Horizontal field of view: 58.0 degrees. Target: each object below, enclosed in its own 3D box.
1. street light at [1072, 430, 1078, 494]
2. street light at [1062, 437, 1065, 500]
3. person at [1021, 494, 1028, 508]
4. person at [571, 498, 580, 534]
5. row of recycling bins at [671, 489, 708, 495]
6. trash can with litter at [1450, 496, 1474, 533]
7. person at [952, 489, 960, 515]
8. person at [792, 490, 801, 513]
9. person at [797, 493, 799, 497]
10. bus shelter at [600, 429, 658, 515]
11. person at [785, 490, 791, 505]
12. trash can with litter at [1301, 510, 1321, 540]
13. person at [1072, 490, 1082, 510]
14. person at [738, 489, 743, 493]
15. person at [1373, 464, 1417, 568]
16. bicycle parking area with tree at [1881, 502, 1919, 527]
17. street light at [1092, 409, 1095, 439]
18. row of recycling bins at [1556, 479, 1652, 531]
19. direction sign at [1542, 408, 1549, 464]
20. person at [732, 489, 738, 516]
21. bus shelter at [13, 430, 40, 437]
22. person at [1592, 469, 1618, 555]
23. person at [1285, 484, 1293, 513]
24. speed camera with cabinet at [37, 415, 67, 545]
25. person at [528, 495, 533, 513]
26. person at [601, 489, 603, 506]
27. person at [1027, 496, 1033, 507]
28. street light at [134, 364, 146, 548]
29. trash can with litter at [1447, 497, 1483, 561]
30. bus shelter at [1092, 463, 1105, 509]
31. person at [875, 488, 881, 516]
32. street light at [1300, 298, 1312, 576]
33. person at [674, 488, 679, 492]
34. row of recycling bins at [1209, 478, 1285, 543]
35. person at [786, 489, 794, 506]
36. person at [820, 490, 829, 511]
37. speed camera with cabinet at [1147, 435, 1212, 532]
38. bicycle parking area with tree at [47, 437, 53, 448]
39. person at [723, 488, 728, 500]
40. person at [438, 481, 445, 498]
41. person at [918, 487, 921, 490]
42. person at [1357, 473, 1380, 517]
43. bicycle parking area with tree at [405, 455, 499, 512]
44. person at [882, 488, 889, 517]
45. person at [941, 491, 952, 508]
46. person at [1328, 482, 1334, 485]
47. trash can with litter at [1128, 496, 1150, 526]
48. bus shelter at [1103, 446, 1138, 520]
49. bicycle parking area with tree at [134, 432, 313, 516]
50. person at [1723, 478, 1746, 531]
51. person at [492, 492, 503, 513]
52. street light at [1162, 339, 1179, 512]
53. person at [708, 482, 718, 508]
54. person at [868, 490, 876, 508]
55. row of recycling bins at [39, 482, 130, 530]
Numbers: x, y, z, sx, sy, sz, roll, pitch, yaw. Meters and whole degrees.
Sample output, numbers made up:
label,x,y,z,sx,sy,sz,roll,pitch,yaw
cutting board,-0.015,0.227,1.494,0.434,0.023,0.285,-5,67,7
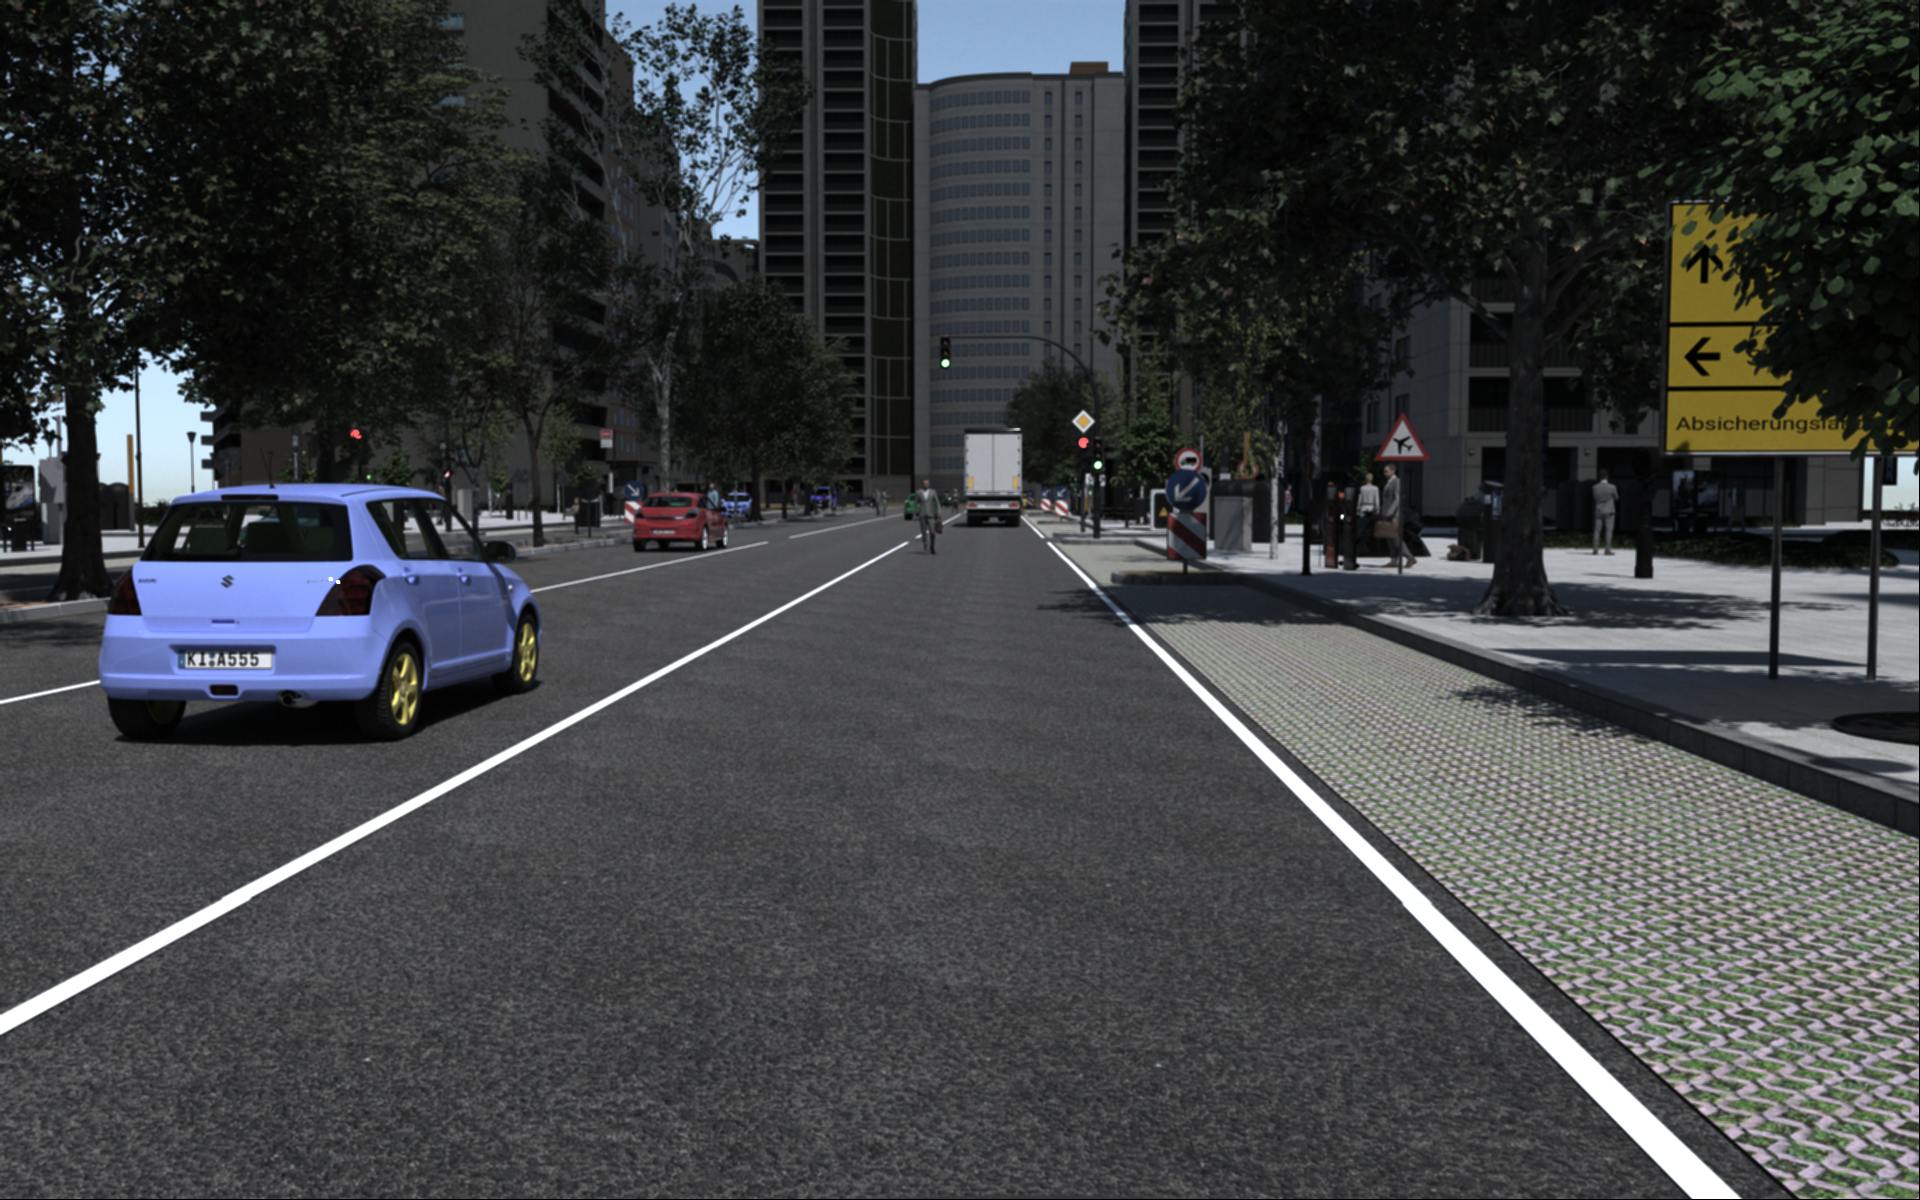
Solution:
label,x,y,z,sx,sy,sz,roll,pitch,yaw
street light,7.350,-8.422,110.487,0.468,5.910,1.993,0,4,1
street light,7.901,-9.747,132.154,0.468,5.910,1.993,0,4,1
person,5.088,-8.276,144.535,1.217,1.735,0.721,-2,4,-24
person,-13.717,-3.019,62.136,0.475,1.303,0.640,-2,4,-27
row of recycling bins,-20.622,-7.604,131.436,3.534,1.692,1.069,-2,4,-25
trash can with litter,16.894,-2.859,57.804,1.678,1.210,2.233,2,4,35
person,-0.288,-6.570,116.109,0.537,1.800,0.526,2,4,26
person,-12.437,-7.466,131.412,0.643,1.720,0.563,1,4,19
person,-18.743,-11.700,200.557,0.991,1.433,0.599,1,4,22
bus shelter,-21.182,-8.110,110.231,2.179,5.291,8.768,0,4,1
person,-20.251,-11.985,202.512,0.721,1.766,1.217,3,5,39
trash can with litter,9.981,-2.251,48.187,1.055,1.170,0.624,3,5,43
person,7.311,-6.160,106.879,0.709,1.813,0.853,-1,4,-13
person,-23.398,-10.916,184.530,1.348,1.822,0.705,0,4,4
person,7.506,-1.464,30.103,0.853,1.813,0.709,-1,4,-12
bicycle parking area with tree,39.847,-4.798,65.453,9.016,4.147,8.231,2,4,30
street light,6.885,-7.077,88.496,0.468,5.910,1.993,0,4,1
row of recycling bins,17.673,-2.480,47.661,1.069,1.692,3.534,-1,4,-17
direction sign,14.988,-3.268,45.428,0.876,3.537,0.379,0,4,-5
person,-15.048,-6.506,115.047,0.419,1.800,0.721,-2,4,-26
bus shelter,-23.415,-2.788,39.505,2.014,3.302,5.546,0,4,1
person,13.623,-1.856,36.566,0.511,1.800,0.466,2,4,28
person,14.711,-4.352,78.041,0.643,1.720,0.563,0,4,2
speed camera with cabinet,-23.090,-3.043,44.084,0.660,3.252,2.038,-2,4,-26
person,-28.947,-6.491,116.838,0.362,1.253,0.373,1,4,12
person,-30.316,-8.553,146.611,1.217,1.735,0.721,-3,5,-42
person,6.826,-9.688,167.425,0.721,1.766,1.217,2,4,35
street light,-19.521,-4.180,41.135,0.468,5.910,1.993,0,4,1
trash can with litter,9.843,-1.353,33.515,0.624,1.170,1.055,2,4,35
bus shelter,9.199,-7.392,114.786,2.014,3.302,5.546,0,4,1
person,-5.417,-6.492,114.744,0.391,1.810,0.635,-1,4,-10
street light,5.470,-3.327,27.185,0.468,5.910,1.993,0,4,1
person,-19.585,-6.897,119.009,0.583,1.804,0.606,2,4,27
row of recycling bins,7.712,-2.430,46.842,1.069,1.692,3.534,-1,4,-16
person,-17.604,-10.776,182.171,1.348,1.831,0.705,1,4,18
person,-10.749,-7.848,137.493,0.721,1.739,1.217,-3,5,-43
speed camera with cabinet,7.452,-3.921,58.448,2.038,3.252,0.660,0,4,7
bicycle parking area with tree,-47.071,-5.980,84.777,8.231,4.147,9.016,-3,5,-45
person,-21.384,-9.317,158.345,0.705,1.831,1.348,-2,4,-33
person,-21.959,-4.133,73.528,0.656,1.842,0.836,3,4,38
person,-2.701,-6.717,117.678,0.474,1.900,0.648,1,4,9
person,9.700,-2.134,41.285,0.694,1.780,0.624,3,4,37
bicycle parking area with tree,-38.657,-8.484,125.717,9.016,4.147,8.231,-2,4,-32
person,-4.642,-6.105,108.491,0.466,1.800,0.511,0,4,-6
person,-1.326,-10.313,177.824,1.217,1.736,0.721,1,4,14
person,16.915,-4.462,78.972,0.573,1.828,0.580,-1,4,-19
trash can with litter,7.801,-3.663,70.950,2.233,1.210,1.678,-1,4,-9
bus shelter,8.091,-5.944,88.460,1.731,3.624,6.357,0,4,1
bicycle parking area with tree,-32.927,-5.730,80.688,8.231,4.147,9.016,0,4,4
person,26.043,-3.182,58.055,0.713,1.824,0.794,0,4,-7
person,-32.012,-6.948,119.739,0.850,1.850,0.679,1,4,13
street light,6.010,-4.674,49.213,0.468,5.910,1.993,0,4,1
person,-8.199,-3.023,57.795,0.748,1.841,0.638,-1,4,-21
person,-8.741,-10.303,176.971,1.348,1.823,0.705,1,4,10
row of recycling bins,-30.685,-3.294,60.972,1.069,1.692,3.534,1,4,22
